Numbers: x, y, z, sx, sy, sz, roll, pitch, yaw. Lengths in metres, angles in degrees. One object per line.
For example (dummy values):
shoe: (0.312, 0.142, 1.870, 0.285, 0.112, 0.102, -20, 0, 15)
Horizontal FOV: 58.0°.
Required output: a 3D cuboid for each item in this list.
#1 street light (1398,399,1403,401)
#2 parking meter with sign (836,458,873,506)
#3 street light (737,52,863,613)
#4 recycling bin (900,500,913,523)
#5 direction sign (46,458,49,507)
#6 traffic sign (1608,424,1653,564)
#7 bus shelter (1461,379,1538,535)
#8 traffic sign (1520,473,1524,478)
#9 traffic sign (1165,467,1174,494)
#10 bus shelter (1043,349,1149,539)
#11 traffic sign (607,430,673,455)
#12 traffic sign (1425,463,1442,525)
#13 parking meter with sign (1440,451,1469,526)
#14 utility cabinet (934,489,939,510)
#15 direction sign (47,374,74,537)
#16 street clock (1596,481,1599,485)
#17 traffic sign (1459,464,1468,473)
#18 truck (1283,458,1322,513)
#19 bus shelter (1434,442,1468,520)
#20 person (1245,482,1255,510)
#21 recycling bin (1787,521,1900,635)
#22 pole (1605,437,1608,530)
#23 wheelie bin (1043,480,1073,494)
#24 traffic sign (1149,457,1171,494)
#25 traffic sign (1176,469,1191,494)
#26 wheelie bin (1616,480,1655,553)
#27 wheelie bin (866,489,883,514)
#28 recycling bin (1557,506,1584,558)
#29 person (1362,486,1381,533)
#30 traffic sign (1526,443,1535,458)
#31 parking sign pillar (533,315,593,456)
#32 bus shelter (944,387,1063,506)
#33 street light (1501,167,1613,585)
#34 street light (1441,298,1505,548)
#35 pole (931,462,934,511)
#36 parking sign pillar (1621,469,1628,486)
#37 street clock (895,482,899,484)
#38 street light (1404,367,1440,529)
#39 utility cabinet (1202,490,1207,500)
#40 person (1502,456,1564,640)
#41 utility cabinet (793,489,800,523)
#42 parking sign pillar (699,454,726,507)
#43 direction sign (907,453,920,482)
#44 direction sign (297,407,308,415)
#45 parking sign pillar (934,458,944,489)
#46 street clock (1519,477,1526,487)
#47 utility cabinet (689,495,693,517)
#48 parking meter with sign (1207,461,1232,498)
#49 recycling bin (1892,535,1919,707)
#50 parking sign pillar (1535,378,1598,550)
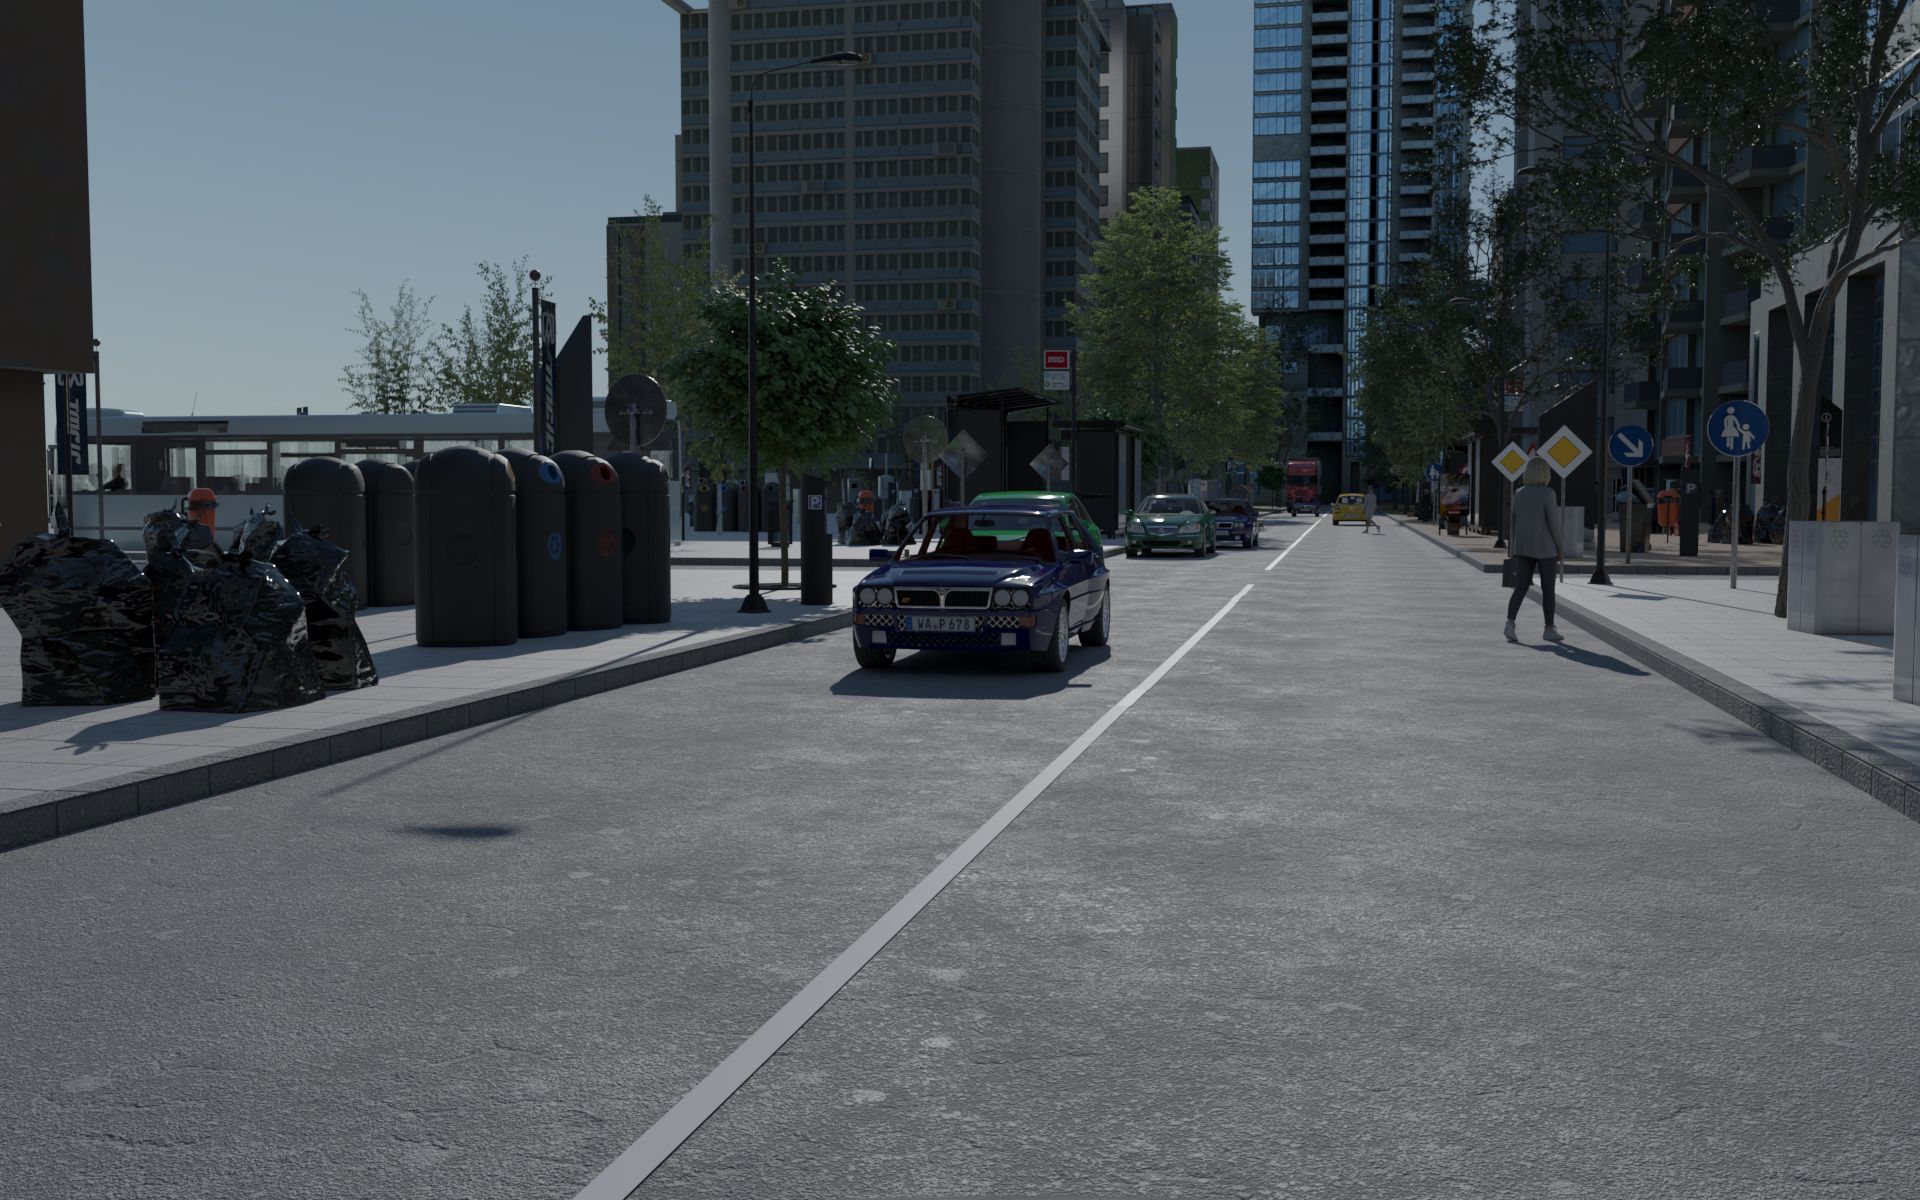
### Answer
street light: (21.927, -6.844, 84.442, 1.470, 5.913, 1.316, 1, 4, 13)
parking meter with sign: (-5.101, -5.362, 83.934, 1.738, 3.016, 0.543, -1, 4, -14)
street light: (-1.705, -2.810, 18.482, 1.470, 5.913, 1.316, 1, 4, 13)
recycling bin: (-2.365, -4.017, 78.238, 0.722, 1.027, 0.722, 0, 4, -2)
direction sign: (-43.172, -5.507, 82.033, 0.876, 3.537, 0.379, -1, 4, -18)
traffic sign: (12.299, -1.939, 31.814, 0.768, 2.556, 0.104, 1, 4, 22)
bus shelter: (18.061, -4.926, 58.168, 2.179, 5.291, 8.768, 1, 4, 13)
traffic sign: (20.044, -3.829, 62.714, 0.768, 2.556, 0.104, 1, 4, 22)
traffic sign: (8.789, -4.542, 74.359, 0.768, 2.556, 0.104, 1, 4, 20)
bus shelter: (3.946, -4.459, 50.535, 2.179, 5.291, 8.768, 1, 4, 13)
traffic sign: (-3.956, -1.306, 21.353, 0.884, 2.594, 0.081, 1, 4, 15)
traffic sign: (19.356, -4.315, 70.651, 0.768, 2.556, 0.104, 1, 4, 13)
parking meter with sign: (20.220, -4.486, 69.604, 1.738, 3.016, 0.543, 0, 4, 3)
utility cabinet: (-0.702, -4.031, 74.580, 1.173, 1.500, 0.318, -1, 4, -21)
direction sign: (-11.600, -1.868, 22.538, 0.379, 3.537, 0.876, -2, 4, -25)
street clock: (34.294, -5.454, 93.749, 0.471, 2.002, 0.358, 3, 4, 36)
traffic sign: (21.399, -4.451, 72.881, 0.768, 2.556, 0.104, 1, 4, 19)
truck: (26.879, -8.954, 135.315, 2.839, 4.237, 11.283, 1, 4, 13)
bus shelter: (23.320, -5.527, 81.643, 1.731, 3.624, 6.357, 1, 4, 13)
person: (8.886, -2.753, 53.779, 0.573, 1.790, 0.520, -1, 4, -9)
recycling bin: (8.174, -0.214, 16.051, 0.722, 1.027, 0.722, 0, 4, 4)
pole: (23.171, -4.185, 62.272, 0.158, 3.312, 0.155, 0, 3, 0)
wheelie bin: (2.176, -1.918, 39.271, 0.980, 1.594, 0.693, 0, 4, -7)
traffic sign: (6.835, -3.617, 59.251, 0.768, 2.556, 0.104, 1, 4, 18)
traffic sign: (11.209, -5.322, 87.116, 0.768, 2.556, 0.104, 1, 4, 18)
wheelie bin: (14.797, -1.841, 38.002, 0.693, 1.594, 0.980, 2, 4, 35)
wheelie bin: (-5.158, -6.181, 108.966, 0.980, 1.594, 0.693, -2, 4, -24)
recycling bin: (12.173, -1.374, 35.019, 0.722, 1.027, 0.722, 2, 4, 31)
person: (14.977, -3.289, 63.033, 0.760, 1.731, 0.466, 2, 4, 34)
traffic sign: (14.596, -2.702, 44.174, 0.884, 2.594, 0.081, 1, 4, 19)
parking sign pillar: (-5.849, -2.270, 25.583, 1.447, 3.967, 1.447, 1, 4, 9)
bus shelter: (1.118, -3.060, 41.313, 1.731, 3.624, 6.357, 1, 4, 13)
street light: (8.607, -3.187, 24.652, 1.470, 5.913, 1.316, 1, 4, 13)
street light: (12.316, -4.194, 41.116, 1.470, 5.913, 1.316, 1, 4, 13)
pole: (-1.108, -4.403, 65.835, 0.158, 3.312, 0.155, 0, 3, 0)
parking sign pillar: (39.202, -6.872, 100.825, 1.447, 3.967, 1.447, 1, 4, 9)
street clock: (-3.866, -6.238, 106.563, 0.358, 2.002, 0.471, 0, 4, -2)
street light: (17.090, -5.543, 63.170, 1.470, 5.913, 1.316, 1, 4, 13)
utility cabinet: (14.891, -5.921, 105.490, 0.318, 1.500, 1.173, 1, 4, 12)
person: (5.577, -0.509, 17.007, 0.728, 1.800, 0.709, -2, 4, -32)
utility cabinet: (-7.111, -4.156, 76.626, 0.318, 1.500, 1.173, -1, 4, -16)
parking sign pillar: (-12.068, -5.873, 84.488, 1.447, 3.967, 1.447, 0, 4, -7)
direction sign: (-2.504, -6.137, 92.343, 0.876, 3.537, 0.379, 3, 4, 38)
direction sign: (-17.116, -3.252, 45.175, 0.379, 3.537, 0.876, -3, 4, -37)
parking sign pillar: (-1.473, -6.938, 101.914, 1.447, 3.967, 1.447, 0, 4, -6)
street clock: (23.568, -4.140, 72.262, 0.358, 2.002, 0.471, -3, 4, -38)
utility cabinet: (-14.487, -5.185, 95.929, 1.020, 1.237, 0.306, 0, 4, 1)
parking meter with sign: (13.482, -5.845, 91.827, 1.738, 3.016, 0.543, 2, 4, 34)
recycling bin: (6.161, 0.127, 10.472, 0.722, 1.027, 0.722, 0, 4, 8)
parking sign pillar: (14.128, -3.178, 40.426, 1.447, 3.967, 1.447, 0, 4, 6)
